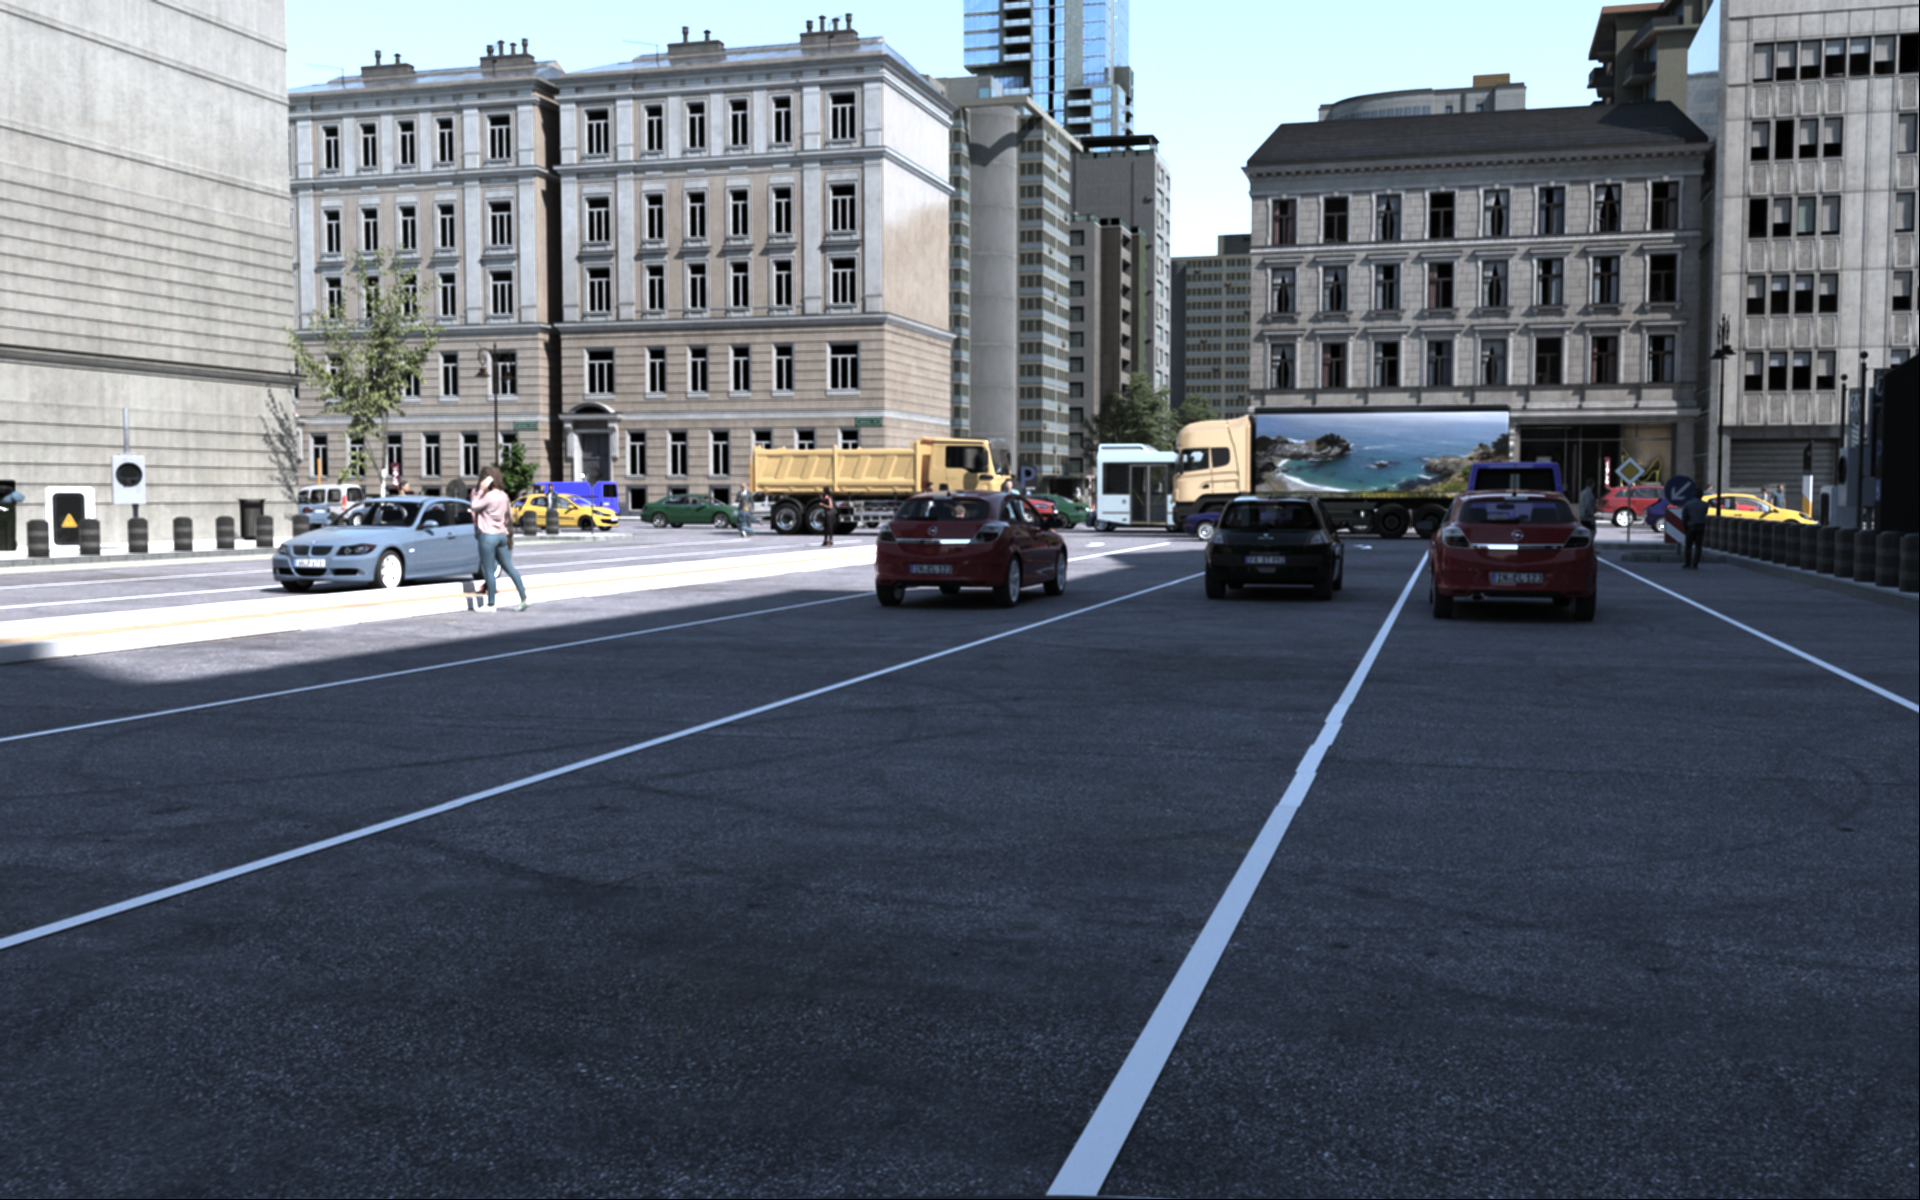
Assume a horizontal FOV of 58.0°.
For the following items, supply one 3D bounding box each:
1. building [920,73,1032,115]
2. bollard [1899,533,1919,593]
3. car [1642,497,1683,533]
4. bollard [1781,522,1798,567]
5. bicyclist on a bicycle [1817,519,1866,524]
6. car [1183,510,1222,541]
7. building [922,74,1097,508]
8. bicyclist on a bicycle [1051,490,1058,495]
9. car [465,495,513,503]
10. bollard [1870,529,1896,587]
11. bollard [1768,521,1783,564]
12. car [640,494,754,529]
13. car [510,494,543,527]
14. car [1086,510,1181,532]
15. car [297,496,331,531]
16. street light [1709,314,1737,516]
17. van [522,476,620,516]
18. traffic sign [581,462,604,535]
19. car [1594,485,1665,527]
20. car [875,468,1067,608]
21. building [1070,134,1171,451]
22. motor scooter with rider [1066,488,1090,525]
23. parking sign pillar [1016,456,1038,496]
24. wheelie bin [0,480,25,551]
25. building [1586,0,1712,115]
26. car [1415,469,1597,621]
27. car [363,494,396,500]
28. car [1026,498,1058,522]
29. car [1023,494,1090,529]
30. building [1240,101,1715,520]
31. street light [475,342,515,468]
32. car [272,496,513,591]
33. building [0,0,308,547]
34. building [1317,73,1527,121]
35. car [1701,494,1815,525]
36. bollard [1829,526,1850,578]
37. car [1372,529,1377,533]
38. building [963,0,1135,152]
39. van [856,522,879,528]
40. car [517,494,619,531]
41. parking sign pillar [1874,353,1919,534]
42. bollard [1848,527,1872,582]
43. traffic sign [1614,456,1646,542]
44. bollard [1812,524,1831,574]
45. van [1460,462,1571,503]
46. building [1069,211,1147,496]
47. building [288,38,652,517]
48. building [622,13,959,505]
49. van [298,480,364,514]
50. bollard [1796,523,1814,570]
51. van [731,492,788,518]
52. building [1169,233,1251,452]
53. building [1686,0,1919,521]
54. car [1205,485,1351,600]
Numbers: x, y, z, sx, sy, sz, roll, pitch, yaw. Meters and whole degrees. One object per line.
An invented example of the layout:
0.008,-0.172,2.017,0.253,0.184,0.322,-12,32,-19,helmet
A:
-6.135,-35.564,201.080,30.456,49.044,23.786,1,4,16,building
12.545,-0.488,22.697,0.404,0.777,0.398,0,3,0,bollard
27.336,-3.147,64.041,3.894,1.354,1.945,1,4,17,car
14.843,-0.974,30.649,0.404,0.777,0.398,0,3,0,bollard
29.919,-2.977,58.690,1.625,1.676,1.499,1,4,16,bicyclist on a bicycle
8.823,-2.461,52.810,3.894,1.354,1.945,1,4,17,car
-2.859,-28.920,164.721,32.217,40.220,23.993,1,4,16,building
4.339,-4.178,78.327,1.625,1.676,1.499,1,4,17,bicyclist on a bicycle
-24.230,-4.918,90.194,4.222,1.686,2.009,1,4,16,car
12.932,-0.569,24.020,0.404,0.777,0.398,0,3,0,bollard
15.223,-1.055,31.971,0.404,0.777,0.398,0,3,0,bollard
-11.080,-3.755,73.192,4.920,1.459,2.131,1,4,17,car
-18.479,-3.964,75.030,3.980,1.641,2.015,1,4,15,car
7.070,-3.340,66.610,4.499,1.417,2.014,1,4,17,car
-26.526,-3.357,66.897,4.499,1.417,2.014,1,4,17,car
19.557,-4.388,44.524,0.468,5.910,1.993,1,4,16,street light
-19.535,-4.959,85.461,5.245,2.365,2.240,1,4,16,van
-11.550,-3.104,54.385,0.795,2.450,0.064,1,4,16,traffic sign
30.253,-4.053,74.943,5.304,1.827,2.281,1,4,15,car
0.243,-0.883,23.472,2.155,1.783,4.494,1,4,16,car
16.802,-31.600,200.250,14.086,41.232,14.154,1,4,16,building
5.305,-4.448,81.694,1.986,1.779,0.876,1,4,15,motor scooter with rider
4.744,-8.112,121.109,1.447,3.967,1.447,-1,4,-13,parking sign pillar
-21.587,-1.902,39.004,0.980,1.594,0.693,-2,4,-32,wheelie bin
67.075,-30.474,152.880,22.147,44.769,28.867,1,4,16,building
6.700,-0.746,21.238,2.155,1.783,4.494,1,4,14,car
-30.019,-5.007,91.647,4.222,1.686,2.009,1,4,16,car
1.262,-3.654,68.418,5.304,1.827,2.281,1,4,17,car
3.000,-3.662,71.678,4.920,1.459,2.131,1,4,17,car
17.180,-14.729,91.723,40.483,20.767,10.553,1,4,16,building
-14.095,-4.885,52.660,0.468,5.910,1.993,1,4,16,street light
-8.674,-0.906,26.819,2.014,1.417,4.499,1,4,16,car
-42.698,-16.713,49.680,44.131,29.872,17.030,1,4,16,building
65.683,-43.221,248.656,28.212,58.520,21.231,1,4,16,building
25.549,-2.814,56.239,3.980,1.641,2.015,1,4,17,car
13.691,-0.730,26.660,0.404,0.777,0.398,0,3,0,bollard
14.370,-3.179,64.564,3.894,1.354,1.945,1,4,16,car
13.327,-58.119,262.913,31.000,86.520,22.319,1,4,16,building
-2.733,-4.022,72.765,4.112,2.044,2.013,1,4,18,van
-15.270,-3.506,67.543,3.980,1.641,2.015,1,4,16,car
14.778,-2.326,26.501,1.447,3.967,1.447,1,4,15,parking sign pillar
13.309,-0.650,25.340,0.404,0.777,0.398,0,3,0,bollard
17.743,-2.586,45.925,0.795,2.450,0.064,1,4,16,traffic sign
14.076,-0.812,27.991,0.404,0.777,0.398,0,3,0,bollard
11.312,-1.892,35.319,2.240,2.365,5.245,1,4,18,van
11.348,-25.048,181.242,14.160,30.474,14.107,1,4,16,building
-31.434,-19.602,106.401,20.117,28.700,13.634,1,4,16,building
-11.607,-19.271,100.989,20.117,28.700,13.634,1,4,16,building
-27.518,-4.091,73.901,4.112,2.044,2.013,1,4,14,van
14.462,-0.894,29.330,0.404,0.777,0.398,0,3,0,bollard
-9.413,-4.765,84.916,4.112,2.044,2.013,1,4,15,van
41.436,-34.853,261.724,23.993,40.220,32.217,1,4,16,building
46.363,-16.255,83.793,19.932,24.808,12.078,1,4,16,building
4.579,-0.926,24.928,2.009,1.686,4.222,1,4,15,car
